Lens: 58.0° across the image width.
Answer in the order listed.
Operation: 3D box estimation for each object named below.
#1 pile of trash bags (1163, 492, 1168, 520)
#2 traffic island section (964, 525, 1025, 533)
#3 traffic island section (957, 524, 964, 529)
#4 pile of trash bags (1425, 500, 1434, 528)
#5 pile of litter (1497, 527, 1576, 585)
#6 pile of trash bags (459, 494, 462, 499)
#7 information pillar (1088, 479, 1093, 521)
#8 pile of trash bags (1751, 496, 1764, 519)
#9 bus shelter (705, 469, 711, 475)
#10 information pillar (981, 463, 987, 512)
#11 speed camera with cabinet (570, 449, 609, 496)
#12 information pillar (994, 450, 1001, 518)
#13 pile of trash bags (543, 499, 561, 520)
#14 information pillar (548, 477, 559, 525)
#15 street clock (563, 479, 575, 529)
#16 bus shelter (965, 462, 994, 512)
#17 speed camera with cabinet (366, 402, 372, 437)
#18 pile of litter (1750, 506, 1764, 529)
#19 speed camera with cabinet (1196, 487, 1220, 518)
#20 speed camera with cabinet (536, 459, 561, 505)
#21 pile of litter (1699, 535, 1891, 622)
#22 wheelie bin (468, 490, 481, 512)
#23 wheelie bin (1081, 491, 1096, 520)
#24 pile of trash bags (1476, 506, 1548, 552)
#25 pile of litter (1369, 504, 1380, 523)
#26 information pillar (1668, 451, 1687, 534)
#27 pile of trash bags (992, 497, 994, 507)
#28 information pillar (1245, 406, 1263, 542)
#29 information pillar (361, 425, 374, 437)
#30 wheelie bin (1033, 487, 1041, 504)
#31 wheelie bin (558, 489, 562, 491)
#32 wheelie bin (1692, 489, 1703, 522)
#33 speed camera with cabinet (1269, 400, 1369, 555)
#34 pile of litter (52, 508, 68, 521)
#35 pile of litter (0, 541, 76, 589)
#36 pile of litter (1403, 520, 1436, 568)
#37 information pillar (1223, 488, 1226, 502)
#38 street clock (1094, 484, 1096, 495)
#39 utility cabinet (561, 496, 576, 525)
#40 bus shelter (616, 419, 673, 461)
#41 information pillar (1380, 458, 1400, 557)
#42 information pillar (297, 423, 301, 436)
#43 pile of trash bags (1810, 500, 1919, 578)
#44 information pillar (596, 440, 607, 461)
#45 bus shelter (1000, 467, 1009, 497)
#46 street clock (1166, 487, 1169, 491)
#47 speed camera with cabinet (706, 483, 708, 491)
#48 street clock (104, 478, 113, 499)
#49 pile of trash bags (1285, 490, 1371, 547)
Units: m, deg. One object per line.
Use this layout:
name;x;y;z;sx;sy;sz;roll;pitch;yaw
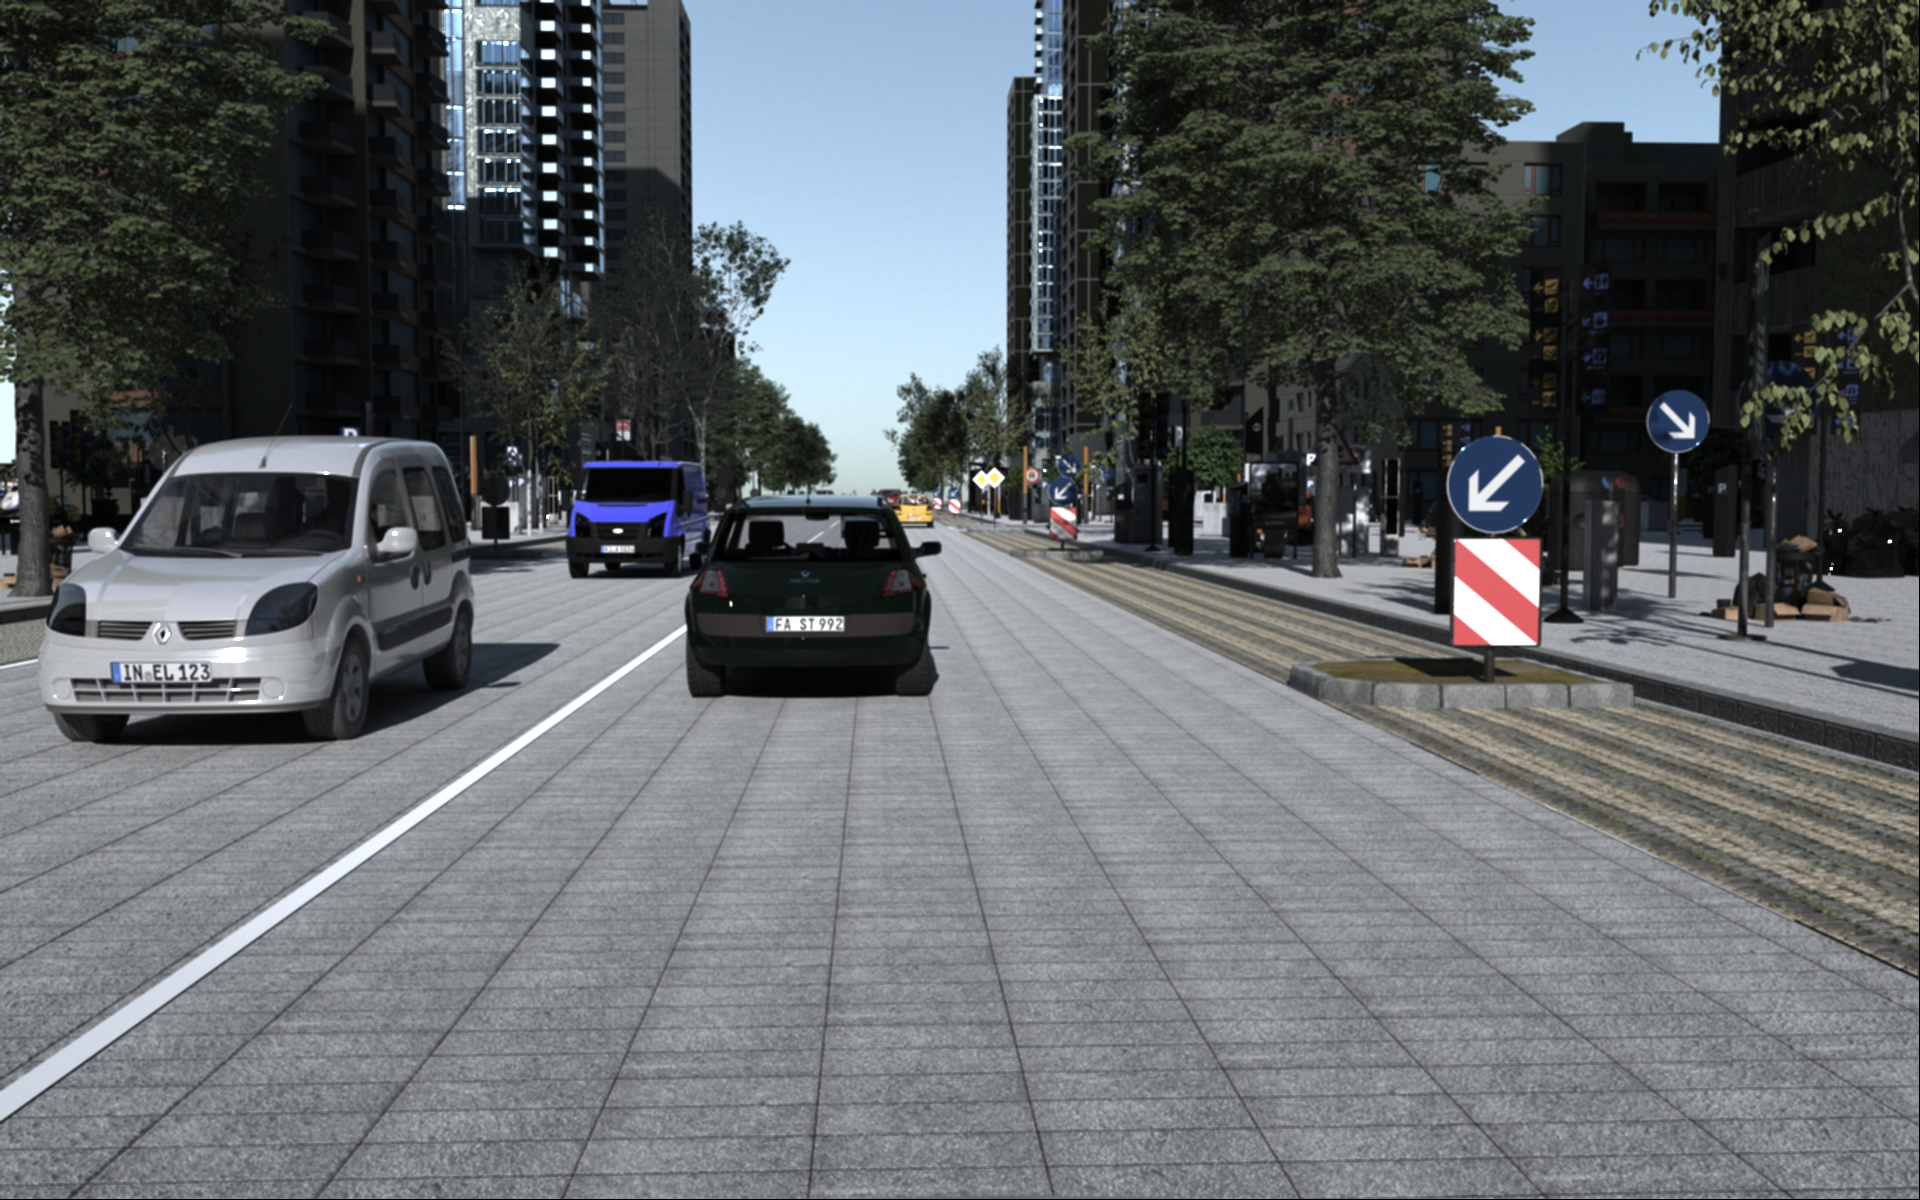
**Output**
pile of trash bags;9.902;-4.692;86.459;1.912;1.369;3.447;-1;4;-10
traffic island section;1.307;-2.588;64.593;2.009;0.180;2.903;0;4;-3
traffic island section;0.926;-3.076;72.569;2.009;0.180;2.903;0;4;-3
pile of trash bags;18.352;-3.160;61.416;3.447;1.369;1.912;0;4;-3
pile of litter;7.870;-0.660;24.764;1.719;0.858;1.176;2;4;31
pile of trash bags;-26.433;-4.679;86.254;3.447;1.369;1.912;1;4;12
information pillar;6.066;-4.696;81.264;0.304;2.012;0.304;0;4;7
pile of trash bags;38.005;-4.472;82.877;3.447;1.369;1.912;1;4;21
bus shelter;-19.240;-8.038;125.337;2.014;3.302;5.546;0;4;-3
information pillar;1.786;-8.238;126.048;0.504;3.616;0.183;-2;4;-32
speed camera with cabinet;-16.107;-5.008;76.216;2.038;3.252;0.660;-2;4;-28
information pillar;1.998;-6.210;92.894;0.183;3.616;0.504;3;4;38
pile of trash bags;-19.588;-4.696;86.530;1.912;1.369;3.447;1;4;15
information pillar;-17.112;-4.185;72.911;0.304;2.012;0.304;2;4;30
street clock;-14.501;-3.654;64.315;0.358;2.002;0.471;1;4;19
bus shelter;1.415;-8.451;129.459;1.731;3.624;6.357;0;4;-3
speed camera with cabinet;-12.846;-2.583;36.569;0.660;3.252;2.038;2;4;28
pile of litter;29.718;-3.109;64.796;1.719;0.858;1.176;2;4;31
speed camera with cabinet;13.906;-6.152;94.918;2.038;3.252;0.660;-2;4;-30
speed camera with cabinet;-21.337;-5.874;90.383;2.038;3.252;0.660;1;4;10
pile of litter;8.584;-0.234;17.791;1.719;0.858;1.176;3;5;43
wheelie bin;-25.977;-5.190;92.770;0.693;1.594;0.980;-2;4;-32
wheelie bin;6.450;-4.818;86.688;0.693;1.594;0.980;1;4;11
pile of trash bags;13.219;-1.771;38.716;3.447;1.369;1.912;-1;4;-9
pile of litter;18.747;-3.946;78.479;1.176;0.858;1.719;-1;4;-19
information pillar;22.970;-3.916;55.380;0.504;3.616;0.183;0;4;3
pile of trash bags;2.779;-7.863;138.309;3.447;1.369;1.912;0;4;-6
information pillar;7.891;-3.369;46.441;0.504;3.616;0.183;2;4;30
information pillar;-20.263;-4.158;59.345;0.504;3.616;0.183;-3;5;-42
wheelie bin;3.800;-4.393;79.727;0.980;1.594;0.693;-1;4;-22
wheelie bin;-23.408;-5.686;100.878;0.693;1.594;0.980;1;4;19
wheelie bin;34.068;-4.386;79.627;0.693;1.594;0.980;3;4;36
speed camera with cabinet;7.620;-2.595;36.763;2.038;3.252;0.660;0;4;-6
pile of litter;-26.878;-2.281;51.253;1.176;0.858;1.719;2;4;28
pile of litter;-12.596;-0.603;23.827;1.719;0.858;1.176;2;4;32
pile of litter;8.335;-0.997;30.261;1.176;0.858;1.719;0;4;8
information pillar;12.889;-5.690;84.380;0.183;3.616;0.504;1;4;11
street clock;8.404;-6.301;107.583;0.471;2.002;0.358;1;4;23
utility cabinet;-15.924;-3.672;71.199;1.020;1.237;0.306;2;4;29
bus shelter;-17.528;-7.238;95.965;2.179;5.291;8.768;0;4;-3
information pillar;8.825;-1.900;35.562;0.304;2.012;0.304;0;4;-4
information pillar;-21.825;-4.031;57.268;0.183;3.616;0.504;-2;4;-26
pile of trash bags;15.269;-1.060;27.077;3.447;1.369;1.912;0;4;7
information pillar;-15.556;-5.122;75.098;0.504;3.616;0.183;1;4;9
bus shelter;3.055;-9.395;144.884;1.731;3.624;6.357;0;4;-3
street clock;11.596;-5.560;95.480;0.471;2.002;0.358;3;5;40
speed camera with cabinet;-19.675;-8.309;130.194;0.660;3.252;2.038;2;4;24
street clock;-38.026;-4.454;77.386;0.358;2.002;0.471;0;4;-4
pile of trash bags;8.918;-2.044;43.174;1.912;1.369;3.447;2;4;24
